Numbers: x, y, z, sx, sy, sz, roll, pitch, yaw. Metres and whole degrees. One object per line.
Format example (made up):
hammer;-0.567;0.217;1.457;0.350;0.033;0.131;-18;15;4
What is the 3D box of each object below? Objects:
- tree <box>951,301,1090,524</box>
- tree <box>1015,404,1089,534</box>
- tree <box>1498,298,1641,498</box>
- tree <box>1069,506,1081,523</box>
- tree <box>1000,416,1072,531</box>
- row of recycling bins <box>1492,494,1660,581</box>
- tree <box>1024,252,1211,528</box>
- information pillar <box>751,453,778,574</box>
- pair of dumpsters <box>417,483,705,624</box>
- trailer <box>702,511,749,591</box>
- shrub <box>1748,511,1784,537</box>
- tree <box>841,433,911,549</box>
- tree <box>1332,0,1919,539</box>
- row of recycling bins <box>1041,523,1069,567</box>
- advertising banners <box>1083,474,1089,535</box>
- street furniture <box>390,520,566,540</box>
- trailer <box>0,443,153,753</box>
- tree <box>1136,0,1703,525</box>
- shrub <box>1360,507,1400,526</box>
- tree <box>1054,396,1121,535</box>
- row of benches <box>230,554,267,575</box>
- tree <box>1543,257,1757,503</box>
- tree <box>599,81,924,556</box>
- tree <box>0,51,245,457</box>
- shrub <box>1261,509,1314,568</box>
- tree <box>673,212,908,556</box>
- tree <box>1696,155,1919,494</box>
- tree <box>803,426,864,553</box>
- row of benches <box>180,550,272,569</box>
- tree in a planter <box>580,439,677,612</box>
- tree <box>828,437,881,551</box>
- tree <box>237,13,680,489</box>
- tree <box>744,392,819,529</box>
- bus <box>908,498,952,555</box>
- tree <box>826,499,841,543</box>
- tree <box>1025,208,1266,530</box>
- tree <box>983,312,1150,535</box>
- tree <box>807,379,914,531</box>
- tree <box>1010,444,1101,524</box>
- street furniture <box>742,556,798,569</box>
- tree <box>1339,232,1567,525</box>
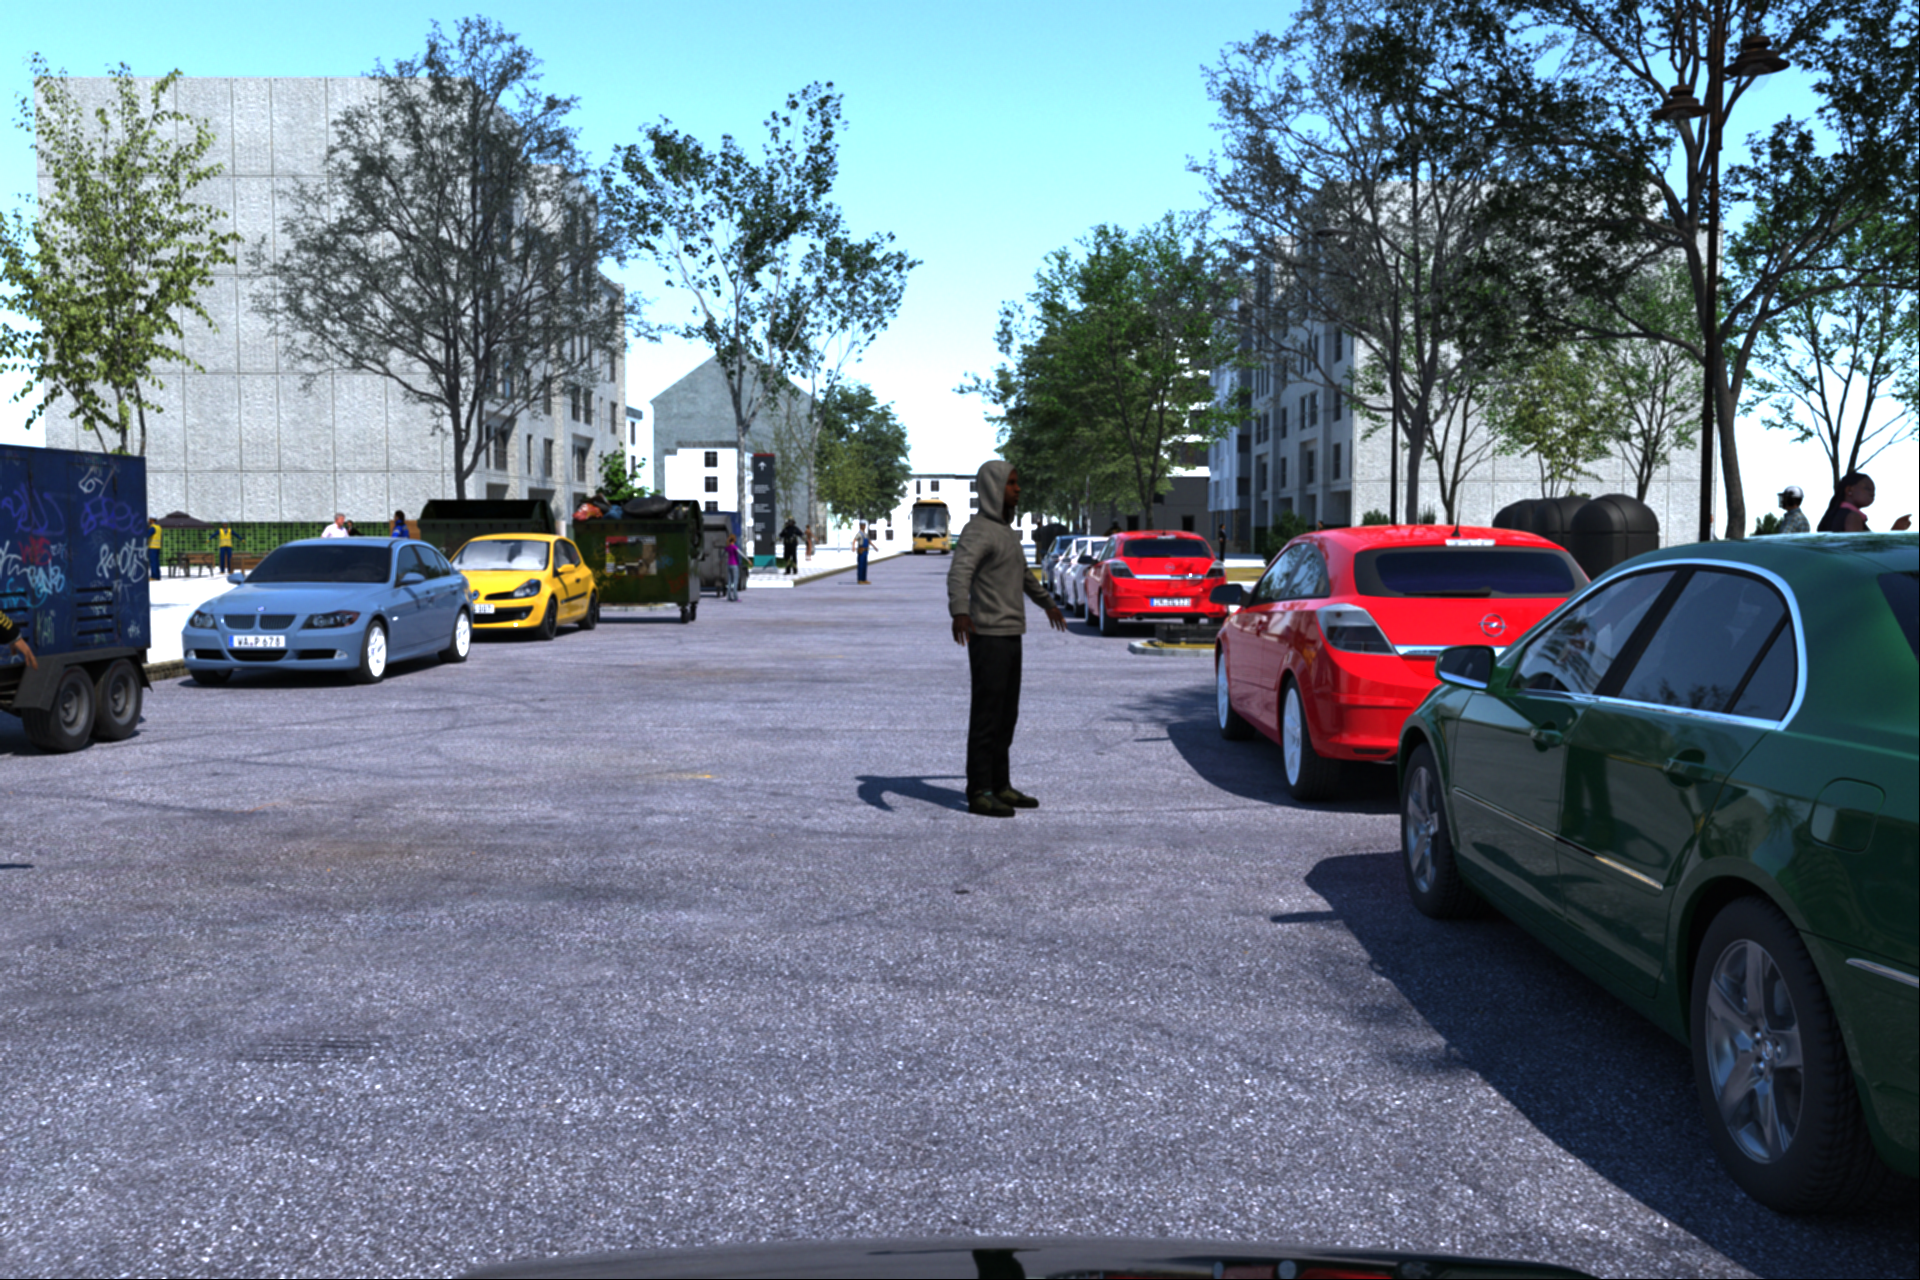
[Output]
tree;6.092;-17.454;141.269;12.611;20.169;13.585;0;3;0
tree;7.230;-11.462;113.152;9.928;11.665;9.643;0;3;0
tree;17.705;-6.185;51.495;4.737;8.622;4.395;0;3;0
tree;15.970;-17.843;242.097;4.737;8.622;4.395;0;3;0
tree;6.823;-14.373;153.132;7.486;12.596;7.792;0;3;0
row of recycling bins;6.706;-0.739;19.193;1.069;1.692;3.534;0;4;1
tree;6.290;-9.323;70.559;7.486;12.596;7.792;0;3;0
information pillar;-6.312;-4.069;55.908;0.750;3.857;0.750;0;4;3
pair of dumpsters;-6.420;-1.410;28.008;4.436;2.255;1.574;0;4;1
trailer;-6.189;-2.207;43.127;1.471;1.999;3.904;0;4;1
shrub;25.976;-3.124;55.503;1.690;2.028;1.600;0;3;0
tree;-7.819;-13.358;152.811;7.601;10.594;8.767;-1;4;-16
tree;8.827;-5.219;19.751;8.767;10.594;7.601;-1;4;-15
row of recycling bins;3.569;-3.588;65.769;1.069;1.692;3.534;0;4;1
advertising banners;3.741;-3.381;51.469;0.090;3.025;2.074;0;4;1
street furniture;-13.868;-2.923;54.638;9.812;1.723;11.010;0;4;5
trailer;-6.516;-0.237;10.926;1.471;1.999;3.904;0;4;1
tree;9.009;-7.571;34.162;12.009;13.543;11.850;0;3;0
shrub;11.523;-2.679;48.215;1.690;2.028;1.600;0;3;0
tree;6.469;-8.410;87.861;4.360;8.622;3.978;0;3;0
row of benches;-21.263;-2.436;55.293;1.422;0.672;4.104;2;4;34
tree;25.547;-8.486;64.497;9.928;11.665;9.643;0;3;0
tree;-7.721;-13.188;71.518;12.611;20.169;13.585;0;3;0
tree;-12.911;-4.640;26.231;4.737;8.622;4.395;0;3;0
shrub;9.604;-2.838;50.442;1.661;2.075;1.752;0;3;0
tree;-10.180;-15.102;102.804;12.611;20.169;13.585;0;3;0
tree;24.479;-7.466;47.821;9.928;11.665;9.643;0;3;0
tree;-8.364;-10.225;117.537;4.737;8.622;4.395;0;3;0
row of benches;-27.387;-3.050;65.338;4.104;0.672;1.422;-3;5;-43
tree in a planter;-6.477;-2.183;32.915;1.991;3.239;1.994;0;4;1
tree;-8.225;-11.100;131.853;4.737;8.622;4.395;0;3;0
tree;-11.692;-7.969;40.663;12.009;13.543;11.850;0;3;0
tree;-8.679;-8.483;89.063;4.360;8.622;3.978;0;3;0
bus;-1.976;-8.035;122.915;2.896;3.916;12.252;0;4;1
tree;-17.108;-17.775;240.985;4.360;8.622;3.978;0;3;0
tree;6.111;-8.011;56.730;9.928;11.665;9.643;0;3;0
tree;6.440;-11.678;97.594;9.857;13.997;8.962;0;3;0
tree;-7.950;-14.358;141.416;9.857;13.997;8.962;0;3;0
tree;7.191;-11.660;125.061;8.767;10.594;7.601;-1;4;-20
street furniture;-11.128;-3.080;65.981;5.734;0.657;10.072;-3;5;-44
tree;16.966;-8.213;60.043;9.928;11.665;9.643;0;3;0
